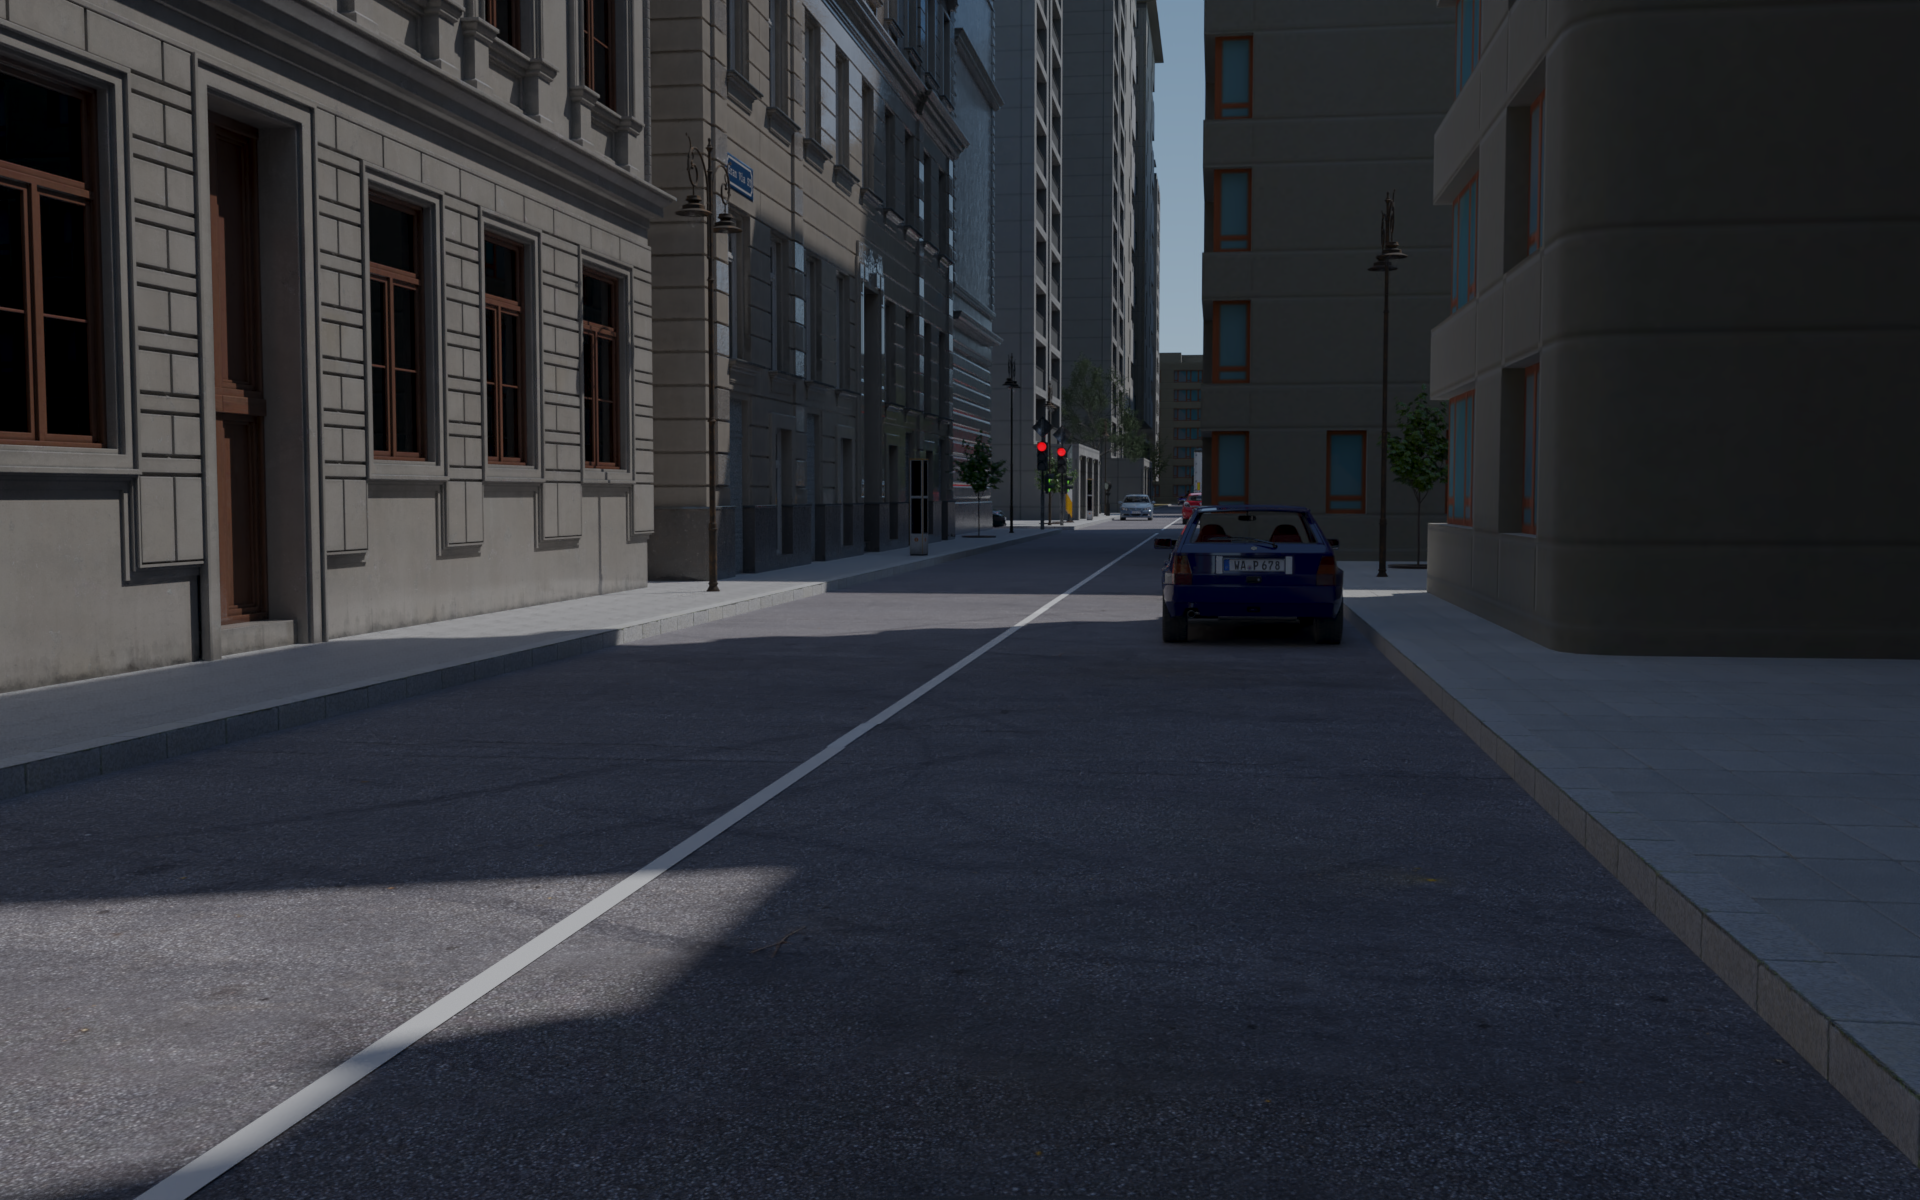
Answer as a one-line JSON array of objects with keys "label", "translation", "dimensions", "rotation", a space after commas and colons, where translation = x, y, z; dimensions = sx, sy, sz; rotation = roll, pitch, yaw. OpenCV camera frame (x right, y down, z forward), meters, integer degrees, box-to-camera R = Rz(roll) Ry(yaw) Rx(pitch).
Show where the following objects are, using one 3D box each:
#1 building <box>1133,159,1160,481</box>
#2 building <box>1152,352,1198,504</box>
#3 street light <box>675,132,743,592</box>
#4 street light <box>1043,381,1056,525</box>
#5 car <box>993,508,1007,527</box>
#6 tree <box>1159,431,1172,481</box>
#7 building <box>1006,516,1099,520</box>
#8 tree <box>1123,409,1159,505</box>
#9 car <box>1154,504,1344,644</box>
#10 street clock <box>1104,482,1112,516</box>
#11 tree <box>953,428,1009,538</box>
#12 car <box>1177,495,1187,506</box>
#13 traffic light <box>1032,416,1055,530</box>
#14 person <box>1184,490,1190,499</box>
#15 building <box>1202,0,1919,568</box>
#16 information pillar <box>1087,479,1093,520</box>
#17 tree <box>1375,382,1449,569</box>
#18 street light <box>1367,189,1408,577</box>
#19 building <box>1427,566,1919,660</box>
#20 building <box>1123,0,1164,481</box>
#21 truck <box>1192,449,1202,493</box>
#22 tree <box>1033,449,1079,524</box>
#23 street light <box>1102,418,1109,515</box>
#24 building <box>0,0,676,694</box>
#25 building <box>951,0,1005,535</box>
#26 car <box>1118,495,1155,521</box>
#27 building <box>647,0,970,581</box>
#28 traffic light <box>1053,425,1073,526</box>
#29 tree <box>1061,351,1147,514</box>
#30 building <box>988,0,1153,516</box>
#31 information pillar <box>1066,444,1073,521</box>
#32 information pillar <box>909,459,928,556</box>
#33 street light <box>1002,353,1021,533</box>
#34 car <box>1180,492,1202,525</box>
[{"label": "building", "translation": [17.573, -32.434, 213.887], "dimensions": [14.086, 41.232, 14.154], "rotation": [1, 4, 8]}, {"label": "building", "translation": [19.759, -24.339, 242.977], "dimensions": [28.899, 21.520, 27.650], "rotation": [1, 4, 8]}, {"label": "street light", "translation": [-3.251, -3.049, 22.641], "dimensions": [0.468, 5.910, 1.993], "rotation": [1, 4, 8]}, {"label": "street light", "translation": [3.669, -5.989, 70.703], "dimensions": [0.468, 5.910, 1.993], "rotation": [1, 4, 8]}, {"label": "car", "translation": [-0.281, -3.541, 67.680], "dimensions": [4.222, 1.686, 2.009], "rotation": [1, 4, 8]}, {"label": "tree", "translation": [22.729, -15.438, 202.770], "dimensions": [4.737, 8.622, 4.395], "rotation": [0, 3, 0]}, {"label": "building", "translation": [-2.798, -40.102, 93.919], "dimensions": [20.563, 71.187, 20.611], "rotation": [1, 4, 8]}, {"label": "tree", "translation": [13.743, -11.733, 142.198], "dimensions": [4.737, 8.622, 4.395], "rotation": [0, 3, 0]}, {"label": "car", "translation": [2.976, -0.328, 17.945], "dimensions": [1.945, 1.354, 3.894], "rotation": [0, 4, 8]}, {"label": "street clock", "translation": [8.637, -5.901, 101.059], "dimensions": [0.358, 2.002, 0.471], "rotation": [-2, 4, -25]}, {"label": "tree", "translation": [0.683, -3.454, 51.070], "dimensions": [1.663, 3.219, 1.824], "rotation": [0, 3, 0]}, {"label": "car", "translation": [27.986, -12.426, 215.738], "dimensions": [1.945, 1.354, 3.894], "rotation": [0, 4, 7]}, {"label": "traffic light", "translation": [2.995, -4.499, 62.483], "dimensions": [0.839, 4.253, 0.868], "rotation": [1, 4, 8]}, {"label": "person", "translation": [26.817, -11.929, 203.166], "dimensions": [0.705, 1.869, 1.348], "rotation": [-3, 5, -43]}, {"label": "building", "translation": [20.420, -12.237, 45.110], "dimensions": [27.650, 21.520, 28.899], "rotation": [1, 4, 8]}, {"label": "information pillar", "translation": [6.329, -4.888, 84.409], "dimensions": [0.304, 2.012, 0.304], "rotation": [0, 4, 8]}, {"label": "tree", "translation": [8.083, -2.160, 29.924], "dimensions": [1.663, 3.219, 1.824], "rotation": [0, 3, 0]}, {"label": "street light", "translation": [6.538, -3.293, 26.634], "dimensions": [0.468, 5.910, 1.993], "rotation": [1, 4, 8]}, {"label": "building", "translation": [17.670, -9.827, 5.708], "dimensions": [27.650, 21.520, 28.899], "rotation": [1, 4, 8]}, {"label": "building", "translation": [7.029, -36.549, 186.813], "dimensions": [28.713, 52.752, 27.495], "rotation": [1, 4, 8]}, {"label": "truck", "translation": [16.455, -7.553, 112.405], "dimensions": [2.839, 4.237, 11.283], "rotation": [0, 4, 8]}, {"label": "tree", "translation": [3.994, -4.842, 73.776], "dimensions": [1.663, 3.219, 1.824], "rotation": [0, 3, 0]}, {"label": "street light", "translation": [8.808, -8.079, 104.883], "dimensions": [0.468, 5.910, 1.993], "rotation": [1, 4, 8]}, {"label": "building", "translation": [-10.613, -10.890, 14.209], "dimensions": [11.583, 22.565, 21.152], "rotation": [1, 4, 8]}, {"label": "building", "translation": [-8.658, -14.057, 58.717], "dimensions": [19.941, 23.489, 11.050], "rotation": [1, 4, 8]}, {"label": "car", "translation": [9.708, -5.082, 95.085], "dimensions": [2.014, 1.417, 4.499], "rotation": [0, 4, 7]}, {"label": "building", "translation": [-7.480, -14.687, 37.389], "dimensions": [12.463, 27.353, 25.104], "rotation": [1, 4, 8]}, {"label": "traffic light", "translation": [4.164, -4.982, 70.383], "dimensions": [0.839, 4.253, 0.868], "rotation": [1, 4, 8]}, {"label": "tree", "translation": [8.751, -10.929, 113.102], "dimensions": [7.601, 10.594, 8.767], "rotation": [1, 4, 12]}, {"label": "building", "translation": [3.832, -42.100, 126.586], "dimensions": [20.563, 71.187, 20.611], "rotation": [1, 4, 8]}, {"label": "information pillar", "translation": [5.093, -5.471, 80.797], "dimensions": [0.183, 3.616, 0.504], "rotation": [2, 4, 32]}, {"label": "information pillar", "translation": [-0.853, -1.929, 36.026], "dimensions": [0.304, 2.012, 0.304], "rotation": [1, 4, 21]}, {"label": "street light", "translation": [1.698, -5.144, 56.892], "dimensions": [0.468, 5.910, 1.993], "rotation": [1, 4, 8]}, {"label": "car", "translation": [11.558, -4.509, 82.768], "dimensions": [2.155, 1.783, 4.494], "rotation": [1, 4, 9]}]
